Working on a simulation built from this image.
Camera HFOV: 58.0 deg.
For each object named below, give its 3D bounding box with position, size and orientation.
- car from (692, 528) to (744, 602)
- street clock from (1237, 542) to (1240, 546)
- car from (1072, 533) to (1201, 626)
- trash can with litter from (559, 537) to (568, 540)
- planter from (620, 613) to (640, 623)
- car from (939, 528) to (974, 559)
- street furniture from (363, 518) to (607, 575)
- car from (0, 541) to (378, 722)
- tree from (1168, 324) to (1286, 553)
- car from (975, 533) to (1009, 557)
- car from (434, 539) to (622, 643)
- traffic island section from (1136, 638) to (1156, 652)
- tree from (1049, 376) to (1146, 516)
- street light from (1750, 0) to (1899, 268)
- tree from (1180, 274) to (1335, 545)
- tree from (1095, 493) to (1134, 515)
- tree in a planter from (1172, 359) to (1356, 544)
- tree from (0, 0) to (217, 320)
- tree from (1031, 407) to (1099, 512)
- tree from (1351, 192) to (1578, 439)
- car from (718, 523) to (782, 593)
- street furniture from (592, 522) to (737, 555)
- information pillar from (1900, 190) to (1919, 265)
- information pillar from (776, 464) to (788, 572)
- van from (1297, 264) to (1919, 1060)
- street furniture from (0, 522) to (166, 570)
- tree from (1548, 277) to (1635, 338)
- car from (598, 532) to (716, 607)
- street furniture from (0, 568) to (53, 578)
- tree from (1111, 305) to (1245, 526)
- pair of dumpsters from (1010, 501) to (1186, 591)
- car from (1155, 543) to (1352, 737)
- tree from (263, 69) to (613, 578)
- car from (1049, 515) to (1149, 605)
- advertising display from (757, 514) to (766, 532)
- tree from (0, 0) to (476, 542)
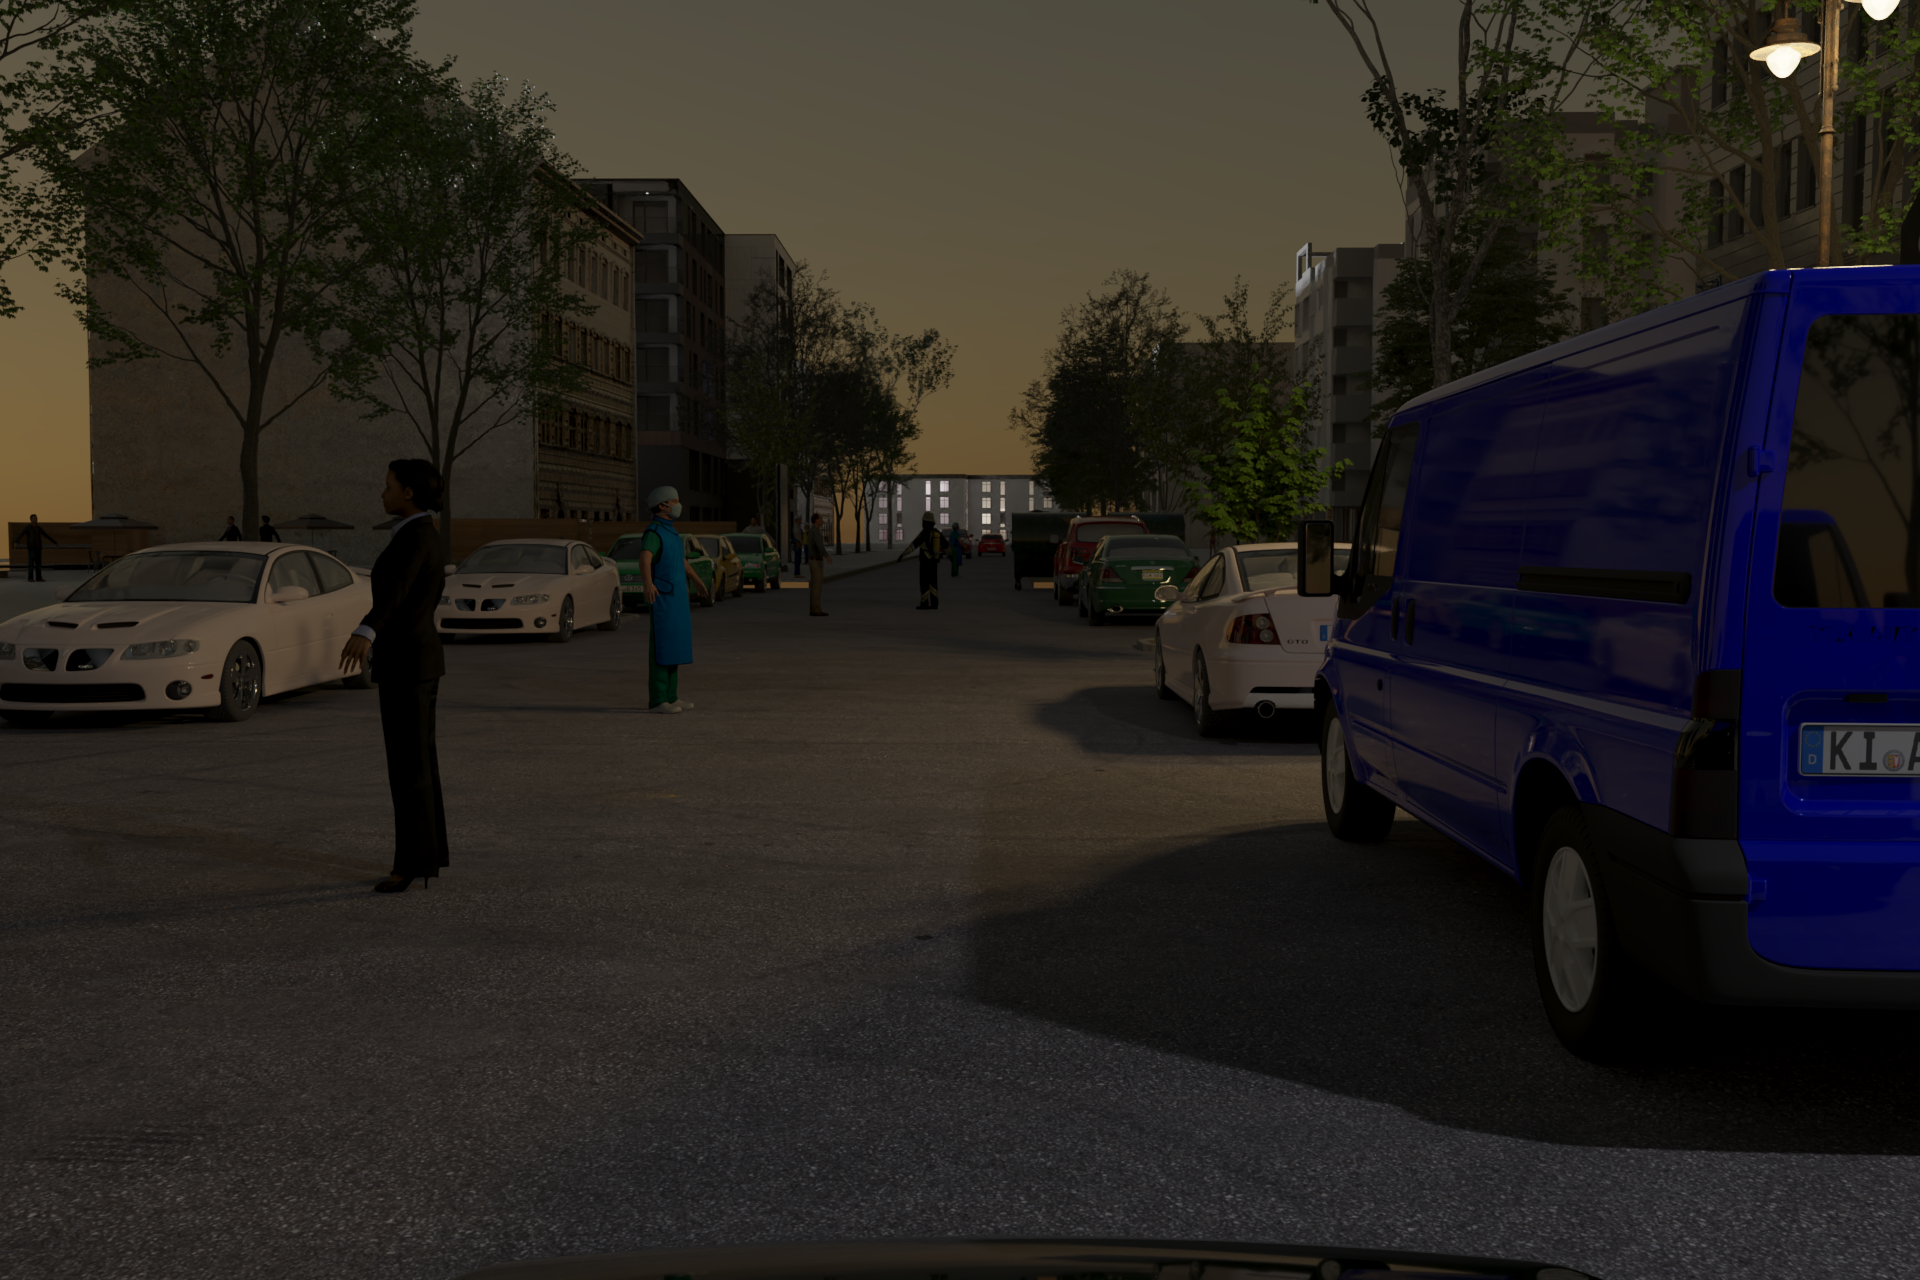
[{"bbox_3d":[-5.838,-1.700,38.026,2.015,1.641,3.980,0,4,2],"label":"car"},{"bbox_3d":[6.931,-2.361,43.170,0.358,2.002,0.471,0,4,1],"label":"street clock"},{"bbox_3d":[2.931,-1.014,28.379,2.131,1.459,4.920,0,4,1],"label":"car"},{"bbox_3d":[-8.933,-1.758,39.798,1.678,1.210,2.233,0,4,2],"label":"trash can with litter"},{"bbox_3d":[-6.358,-0.453,28.541,1.991,0.319,1.994,0,4,2],"label":"planter"},{"bbox_3d":[-0.339,-5.649,101.041,2.281,1.827,5.304,0,4,2],"label":"car"},{"bbox_3d":[-12.410,-2.664,50.414,11.010,1.723,9.812,-1,4,-8],"label":"street furniture"},{"bbox_3d":[-6.352,-0.144,14.720,2.083,1.381,4.827,0,4,1],"label":"car"},{"bbox_3d":[9.433,-6.806,61.645,4.737,8.622,4.395,0,3,0],"label":"tree"},{"bbox_3d":[2.041,-6.235,110.989,2.155,1.783,4.494,0,4,1],"label":"car"},{"bbox_3d":[-6.041,-0.732,24.335,2.083,1.381,4.827,0,4,2],"label":"car"},{"bbox_3d":[3.231,0.072,21.684,1.991,0.108,1.994,0,4,1],"label":"traffic island section"},{"bbox_3d":[9.354,-12.450,121.692,7.486,12.596,7.792,0,3,0],"label":"tree"},{"bbox_3d":[6.018,-2.404,12.088,0.468,5.910,1.993,0,4,2],"label":"street light"},{"bbox_3d":[8.534,-6.096,50.033,4.737,8.622,4.395,0,3,0],"label":"tree"},{"bbox_3d":[22.732,-20.128,239.454,12.009,13.543,11.850,0,3,0],"label":"tree"},{"bbox_3d":[3.064,-1.254,17.718,1.991,3.239,1.994,0,4,1],"label":"tree in a planter"},{"bbox_3d":[-11.796,-5.682,18.650,9.928,11.665,9.643,0,3,0],"label":"tree"},{"bbox_3d":[9.214,-12.697,133.354,9.928,11.665,9.643,0,3,0],"label":"tree"},{"bbox_3d":[17.001,-8.577,58.357,7.486,12.596,7.792,0,3,0],"label":"tree"},{"bbox_3d":[-5.594,-2.136,43.713,1.959,1.807,4.718,0,4,1],"label":"car"},{"bbox_3d":[-12.163,-3.413,62.663,9.812,1.723,11.010,-1,4,-9],"label":"street furniture"},{"bbox_3d":[5.939,-1.183,10.703,0.183,3.616,0.504,0,4,1],"label":"information pillar"},{"bbox_3d":[-6.012,-4.108,58.488,0.184,3.620,1.656,0,4,2],"label":"information pillar"},{"bbox_3d":[2.635,-0.120,6.351,2.240,2.365,5.245,0,4,1],"label":"van"},{"bbox_3d":[-31.252,-3.575,65.300,9.812,1.723,11.010,-1,4,-18],"label":"street furniture"},{"bbox_3d":[18.361,-6.017,48.735,4.737,8.622,4.395,0,3,0],"label":"tree"},{"bbox_3d":[-5.769,-1.463,32.709,1.959,1.807,4.718,0,4,2],"label":"car"},{"bbox_3d":[-32.750,-2.554,48.618,9.812,1.723,11.010,1,4,16],"label":"street furniture"},{"bbox_3d":[6.783,-6.441,55.674,4.737,8.622,4.395,0,3,0],"label":"tree"},{"bbox_3d":[3.503,-2.405,44.269,4.436,2.255,1.574,0,4,1],"label":"pair of dumpsters"},{"bbox_3d":[2.624,-0.075,13.596,2.083,1.381,4.827,0,4,1],"label":"car"},{"bbox_3d":[-11.777,-6.944,39.283,9.928,11.665,9.643,0,3,0],"label":"tree"},{"bbox_3d":[3.019,-1.688,36.268,2.281,1.827,5.304,0,4,1],"label":"car"},{"bbox_3d":[-6.279,-3.030,54.753,0.123,1.923,0.974,0,4,3],"label":"advertising display"},{"bbox_3d":[-11.584,-6.270,28.271,9.928,11.665,9.643,0,3,0],"label":"tree"}]
